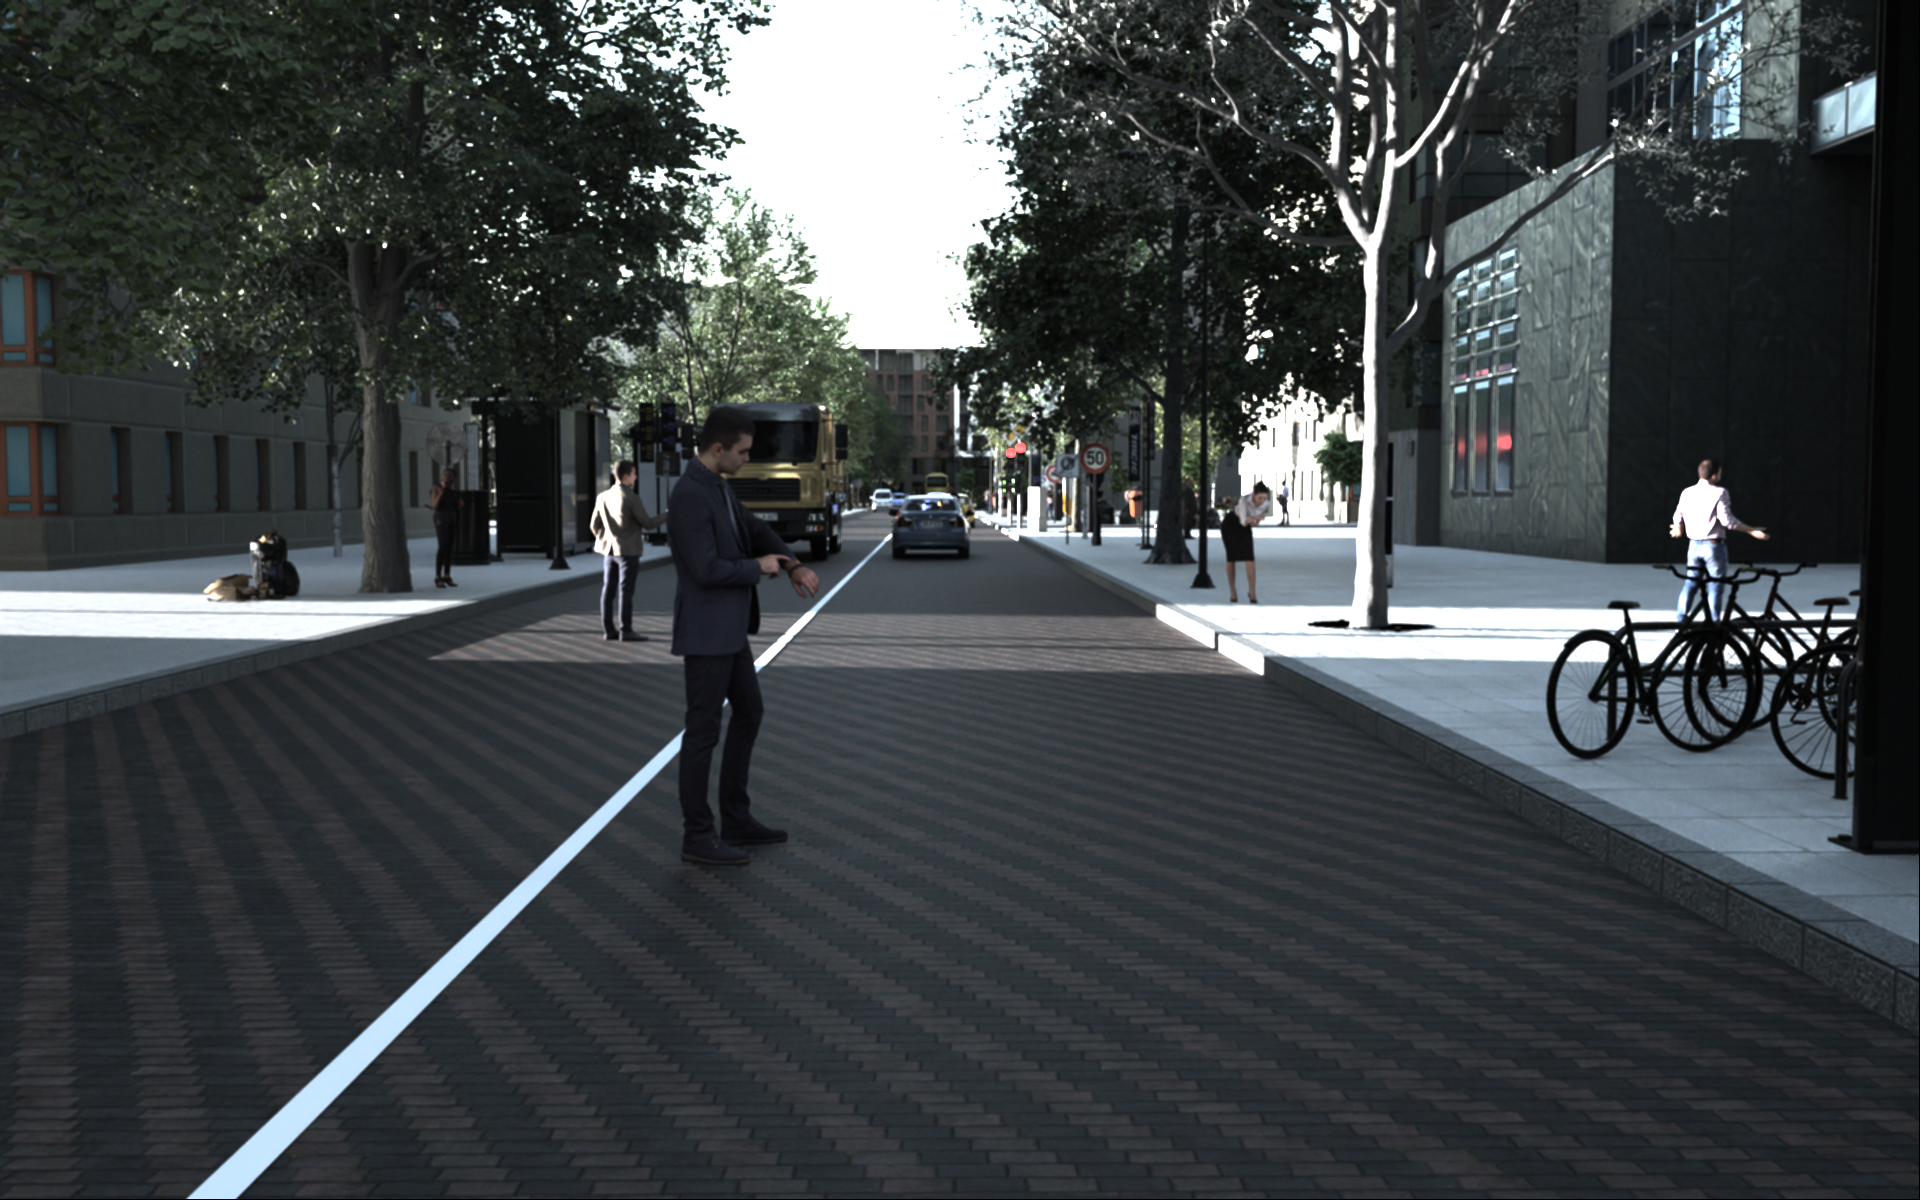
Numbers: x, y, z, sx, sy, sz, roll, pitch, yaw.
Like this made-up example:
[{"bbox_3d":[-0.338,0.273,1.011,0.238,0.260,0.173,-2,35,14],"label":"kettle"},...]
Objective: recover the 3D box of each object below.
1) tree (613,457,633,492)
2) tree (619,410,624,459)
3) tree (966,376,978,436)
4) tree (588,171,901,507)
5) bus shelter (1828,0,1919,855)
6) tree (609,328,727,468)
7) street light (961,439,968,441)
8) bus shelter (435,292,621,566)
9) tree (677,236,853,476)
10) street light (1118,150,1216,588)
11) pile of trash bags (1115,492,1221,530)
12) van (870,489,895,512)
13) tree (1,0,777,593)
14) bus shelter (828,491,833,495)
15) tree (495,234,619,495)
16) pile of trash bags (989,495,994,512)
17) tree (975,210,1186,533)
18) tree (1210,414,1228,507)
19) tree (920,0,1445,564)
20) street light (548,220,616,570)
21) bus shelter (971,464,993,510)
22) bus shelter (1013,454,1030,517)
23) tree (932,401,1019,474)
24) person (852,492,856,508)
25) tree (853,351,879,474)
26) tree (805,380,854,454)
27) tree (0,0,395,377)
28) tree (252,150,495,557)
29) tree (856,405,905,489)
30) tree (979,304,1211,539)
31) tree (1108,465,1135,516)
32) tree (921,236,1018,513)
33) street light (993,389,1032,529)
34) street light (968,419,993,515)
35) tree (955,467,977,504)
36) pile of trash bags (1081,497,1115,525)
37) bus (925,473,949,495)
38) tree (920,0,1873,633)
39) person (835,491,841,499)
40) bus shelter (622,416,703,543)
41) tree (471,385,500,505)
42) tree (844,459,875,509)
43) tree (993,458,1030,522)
[{"bbox_3d":[-17.756,-5.904,91.140,1.663,3.219,1.824,0,3,0],"label":"tree"},{"bbox_3d":[-26.527,-11.015,130.462,4.360,8.622,3.978,0,3,0],"label":"tree"},{"bbox_3d":[2.439,-8.766,93.690,4.737,8.622,4.395,0,3,0],"label":"tree"},{"bbox_3d":[-8.125,-7.895,54.845,9.928,11.665,9.643,0,3,0],"label":"tree"},{"bbox_3d":[3.769,-0.725,3.134,1.731,3.624,6.357,0,4,-1],"label":"bus shelter"},{"bbox_3d":[-20.053,-12.363,119.146,9.611,12.733,9.660,0,3,0],"label":"tree"},{"bbox_3d":[0.775,-10.677,147.101,1.470,5.913,1.316,0,4,-1],"label":"street light"},{"bbox_3d":[-8.765,-3.521,35.201,2.179,5.291,8.768,0,4,-1],"label":"bus shelter"},{"bbox_3d":[-8.881,-9.651,75.927,7.486,12.596,7.792,0,3,0],"label":"tree"},{"bbox_3d":[2.784,-3.119,23.543,1.470,5.913,1.316,0,4,-1],"label":"street light"},{"bbox_3d":[7.730,-3.272,63.245,3.447,1.369,1.912,-1,4,-21],"label":"pile of trash bags"},{"bbox_3d":[-6.290,-8.203,141.122,2.013,2.044,4.112,0,4,-2],"label":"van"},{"bbox_3d":[-7.419,-7.074,22.322,9.857,13.997,8.962,0,3,0],"label":"tree"},{"bbox_3d":[-10.175,-8.337,130.238,2.014,3.302,5.546,0,4,-1],"label":"bus shelter"},{"bbox_3d":[-12.289,-5.911,47.003,4.360,8.622,3.978,0,3,0],"label":"tree"},{"bbox_3d":[2.874,-6.873,122.124,1.912,1.369,3.447,1,4,13],"label":"pile of trash bags"},{"bbox_3d":[4.029,-8.037,57.163,9.928,11.665,9.643,0,3,0],"label":"tree"},{"bbox_3d":[11.272,-8.617,91.242,4.737,8.622,4.395,0,3,0],"label":"tree"},{"bbox_3d":[4.016,-7.017,31.734,9.611,12.733,9.660,0,3,0],"label":"tree"},{"bbox_3d":[-6.283,-3.474,29.342,1.470,5.913,1.316,0,4,-1],"label":"street light"},{"bbox_3d":[1.795,-9.002,138.458,1.731,3.624,6.357,0,4,-1],"label":"bus shelter"},{"bbox_3d":[3.760,-6.720,101.162,1.731,3.624,6.357,0,4,-1],"label":"bus shelter"},{"bbox_3d":[1.496,-14.197,166.526,8.767,10.594,7.601,0,4,-6],"label":"tree"},{"bbox_3d":[-10.170,-9.616,164.091,0.721,1.723,1.217,-2,4,-33],"label":"person"},{"bbox_3d":[-9.039,-12.162,116.979,7.486,12.596,7.792,0,3,0],"label":"tree"},{"bbox_3d":[-8.865,-9.509,105.830,4.737,8.622,4.395,0,3,0],"label":"tree"},{"bbox_3d":[-7.346,-5.683,11.046,7.486,12.596,7.792,0,3,0],"label":"tree"},{"bbox_3d":[-12.475,-5.183,35.105,4.360,8.622,3.978,0,3,0],"label":"tree"},{"bbox_3d":[-9.839,-18.138,213.570,9.611,12.733,9.660,0,3,0],"label":"tree"},{"bbox_3d":[3.751,-6.043,49.170,4.737,8.622,4.395,0,3,0],"label":"tree"},{"bbox_3d":[9.057,-6.471,100.407,1.663,3.219,1.824,0,3,0],"label":"tree"},{"bbox_3d":[3.421,-16.124,119.519,12.611,20.169,13.585,0,3,0],"label":"tree"},{"bbox_3d":[2.048,-5.549,63.261,1.470,5.913,1.316,0,4,-1],"label":"street light"},{"bbox_3d":[1.385,-8.239,107.245,1.470,5.913,1.316,0,4,-1],"label":"street light"},{"bbox_3d":[1.374,-14.658,223.376,4.285,4.588,4.351,0,3,0],"label":"tree"},{"bbox_3d":[6.070,-3.877,73.149,3.447,1.369,1.912,2,4,29],"label":"pile of trash bags"},{"bbox_3d":[-2.675,-12.737,199.793,2.896,3.916,12.252,0,4,-1],"label":"bus"},{"bbox_3d":[4.064,-6.476,16.258,12.009,13.543,11.850,0,3,0],"label":"tree"},{"bbox_3d":[-13.220,-11.137,188.919,1.217,1.735,0.721,-2,4,-24],"label":"person"},{"bbox_3d":[-7.855,-3.307,47.990,2.014,3.302,5.546,0,4,-1],"label":"bus shelter"},{"bbox_3d":[-37.845,-12.650,141.236,8.767,10.594,7.601,-1,4,-19],"label":"tree"},{"bbox_3d":[-9.042,-10.384,153.486,4.285,4.588,4.351,0,3,0],"label":"tree"},{"bbox_3d":[2.757,-5.172,79.169,1.663,3.219,1.824,0,3,0],"label":"tree"}]
